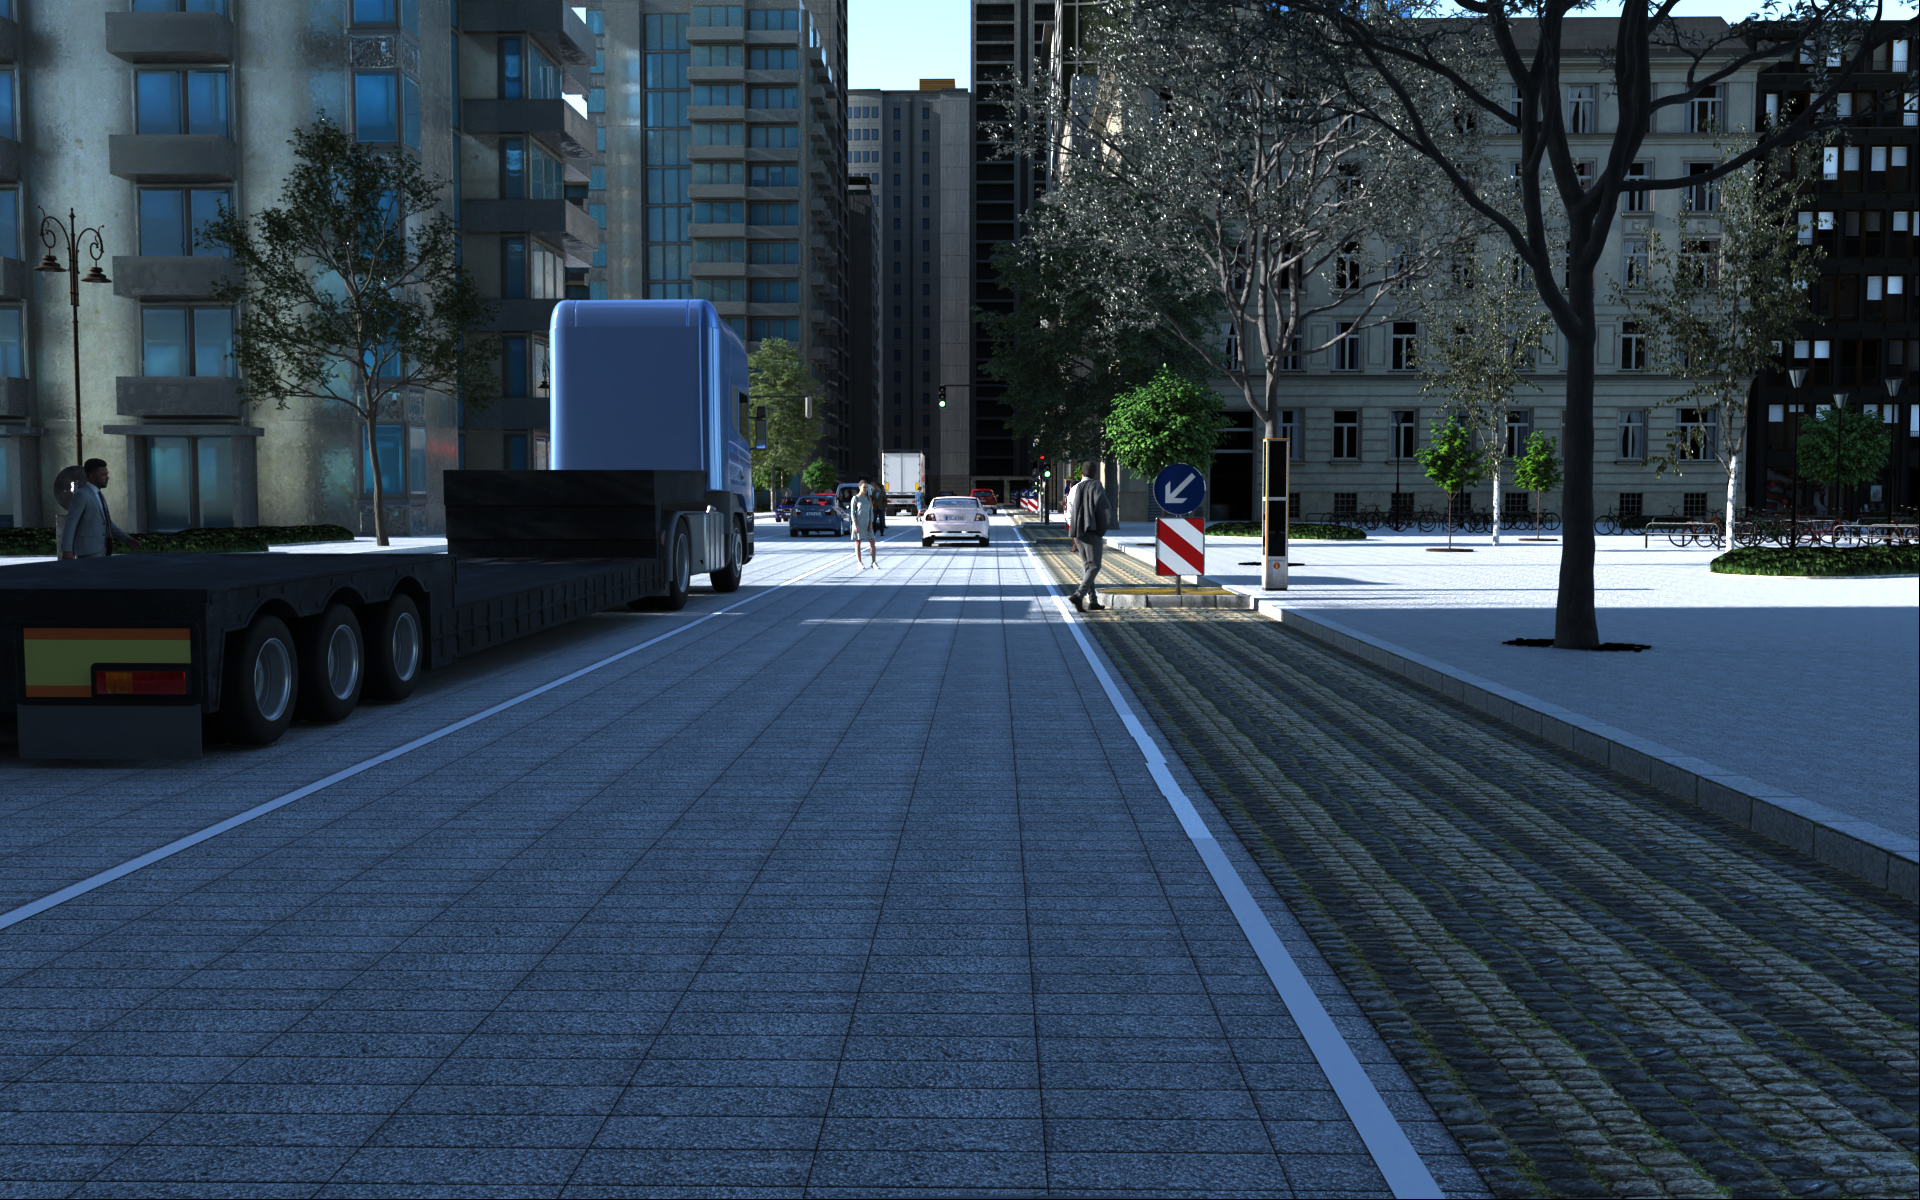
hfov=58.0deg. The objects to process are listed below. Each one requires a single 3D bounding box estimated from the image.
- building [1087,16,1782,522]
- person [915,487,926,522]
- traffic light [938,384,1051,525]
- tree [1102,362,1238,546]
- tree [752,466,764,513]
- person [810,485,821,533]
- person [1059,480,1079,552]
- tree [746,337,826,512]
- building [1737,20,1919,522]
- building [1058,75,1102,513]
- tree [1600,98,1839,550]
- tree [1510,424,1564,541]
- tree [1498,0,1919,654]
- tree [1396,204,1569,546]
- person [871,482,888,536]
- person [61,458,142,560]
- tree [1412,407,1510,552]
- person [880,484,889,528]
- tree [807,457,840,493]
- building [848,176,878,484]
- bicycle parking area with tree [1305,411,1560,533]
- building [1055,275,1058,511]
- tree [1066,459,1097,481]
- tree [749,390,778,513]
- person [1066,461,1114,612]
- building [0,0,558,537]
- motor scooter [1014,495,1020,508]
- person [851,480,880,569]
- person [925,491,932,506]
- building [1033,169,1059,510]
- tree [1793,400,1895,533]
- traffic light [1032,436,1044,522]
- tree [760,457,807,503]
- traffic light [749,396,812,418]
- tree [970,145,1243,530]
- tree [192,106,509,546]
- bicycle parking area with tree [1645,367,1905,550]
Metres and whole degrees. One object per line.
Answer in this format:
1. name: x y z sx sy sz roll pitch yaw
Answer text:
1. building: 21.641 -15.435 85.652 30.059 22.955 16.112 0 4 1
2. person: -2.129 -4.985 90.021 0.581 1.822 0.654 3 5 44
3. traffic light: 1.494 -5.939 71.770 4.771 5.953 1.251 0 4 1
4. tree: 5.222 -3.646 43.318 4.285 4.588 4.351 0 3 0
5. tree: -13.958 -7.599 118.837 1.663 3.219 1.824 0 3 0
6. person: -5.379 -3.326 63.227 0.624 1.780 0.694 -1 4 -12
7. person: 2.747 -2.054 42.440 0.532 1.782 0.716 1 4 18
8. tree: -13.121 -12.662 125.149 7.486 12.596 7.792 0 3 0
9. building: 44.579 -15.615 84.975 15.834 23.373 12.332 0 4 1
10. building: 12.497 -17.732 107.940 12.078 24.808 19.932 0 4 1
11. tree: 14.659 -5.054 32.988 4.360 8.622 3.978 0 3 0
12. tree: 16.023 -3.238 47.548 1.663 3.219 1.824 0 3 0
13. tree: 5.045 -6.336 13.957 12.009 13.543 11.850 0 3 0
14. tree: 13.008 -5.639 42.559 4.360 8.622 3.978 0 3 0
15. person: -2.836 -3.120 59.425 0.656 1.842 0.836 -1 4 -19
16. person: -8.805 -0.538 17.566 0.850 1.792 0.678 0 4 -4
17. tree: 11.091 -2.693 38.640 1.663 3.219 1.824 0 3 0
18. person: -3.356 -3.887 72.151 0.850 1.850 0.679 3 4 37
19. tree: -12.040 -10.188 150.289 4.285 4.588 4.351 0 3 0
20. building: -17.771 -33.070 224.282 14.086 41.232 14.154 0 4 1
21. bicycle parking area with tree: 16.879 -4.561 61.571 8.231 4.147 9.016 -3 4 -36
22. building: 13.450 -18.160 126.590 12.332 23.373 15.834 0 4 1
23. tree: 6.653 -6.268 97.078 1.663 3.219 1.824 0 3 0
24. tree: -13.789 -10.034 114.423 4.737 8.622 4.395 0 3 0
25. person: 1.580 -0.760 21.020 0.679 1.850 0.850 3 4 38
26. building: -29.115 -26.986 60.823 30.456 49.044 23.786 0 4 1
27. motor scooter: 5.821 -9.846 173.758 0.815 1.314 1.986 0 4 0
28. person: -1.854 -1.443 33.097 0.512 1.701 0.522 -2 4 -33
29. person: -3.939 -11.989 204.535 1.348 1.823 0.705 0 4 0
30. building: 13.147 -21.940 144.620 13.634 28.700 20.117 0 4 1
31. tree: 29.642 -4.561 58.285 4.285 4.588 4.351 0 3 0
32. traffic light: 3.741 -5.562 79.854 0.839 4.253 0.868 0 4 1
33. tree: -15.316 -9.863 144.977 4.285 4.588 4.351 0 3 0
34. traffic light: -9.224 -6.450 80.123 4.771 5.953 1.251 0 4 1
35. tree: 5.331 -9.515 62.226 9.857 13.997 8.962 0 3 0
36. tree: -14.629 -6.614 42.558 7.601 10.594 8.767 0 4 -5
37. bicycle parking area with tree: 20.970 -3.286 40.736 8.231 4.147 9.016 -2 4 -27
